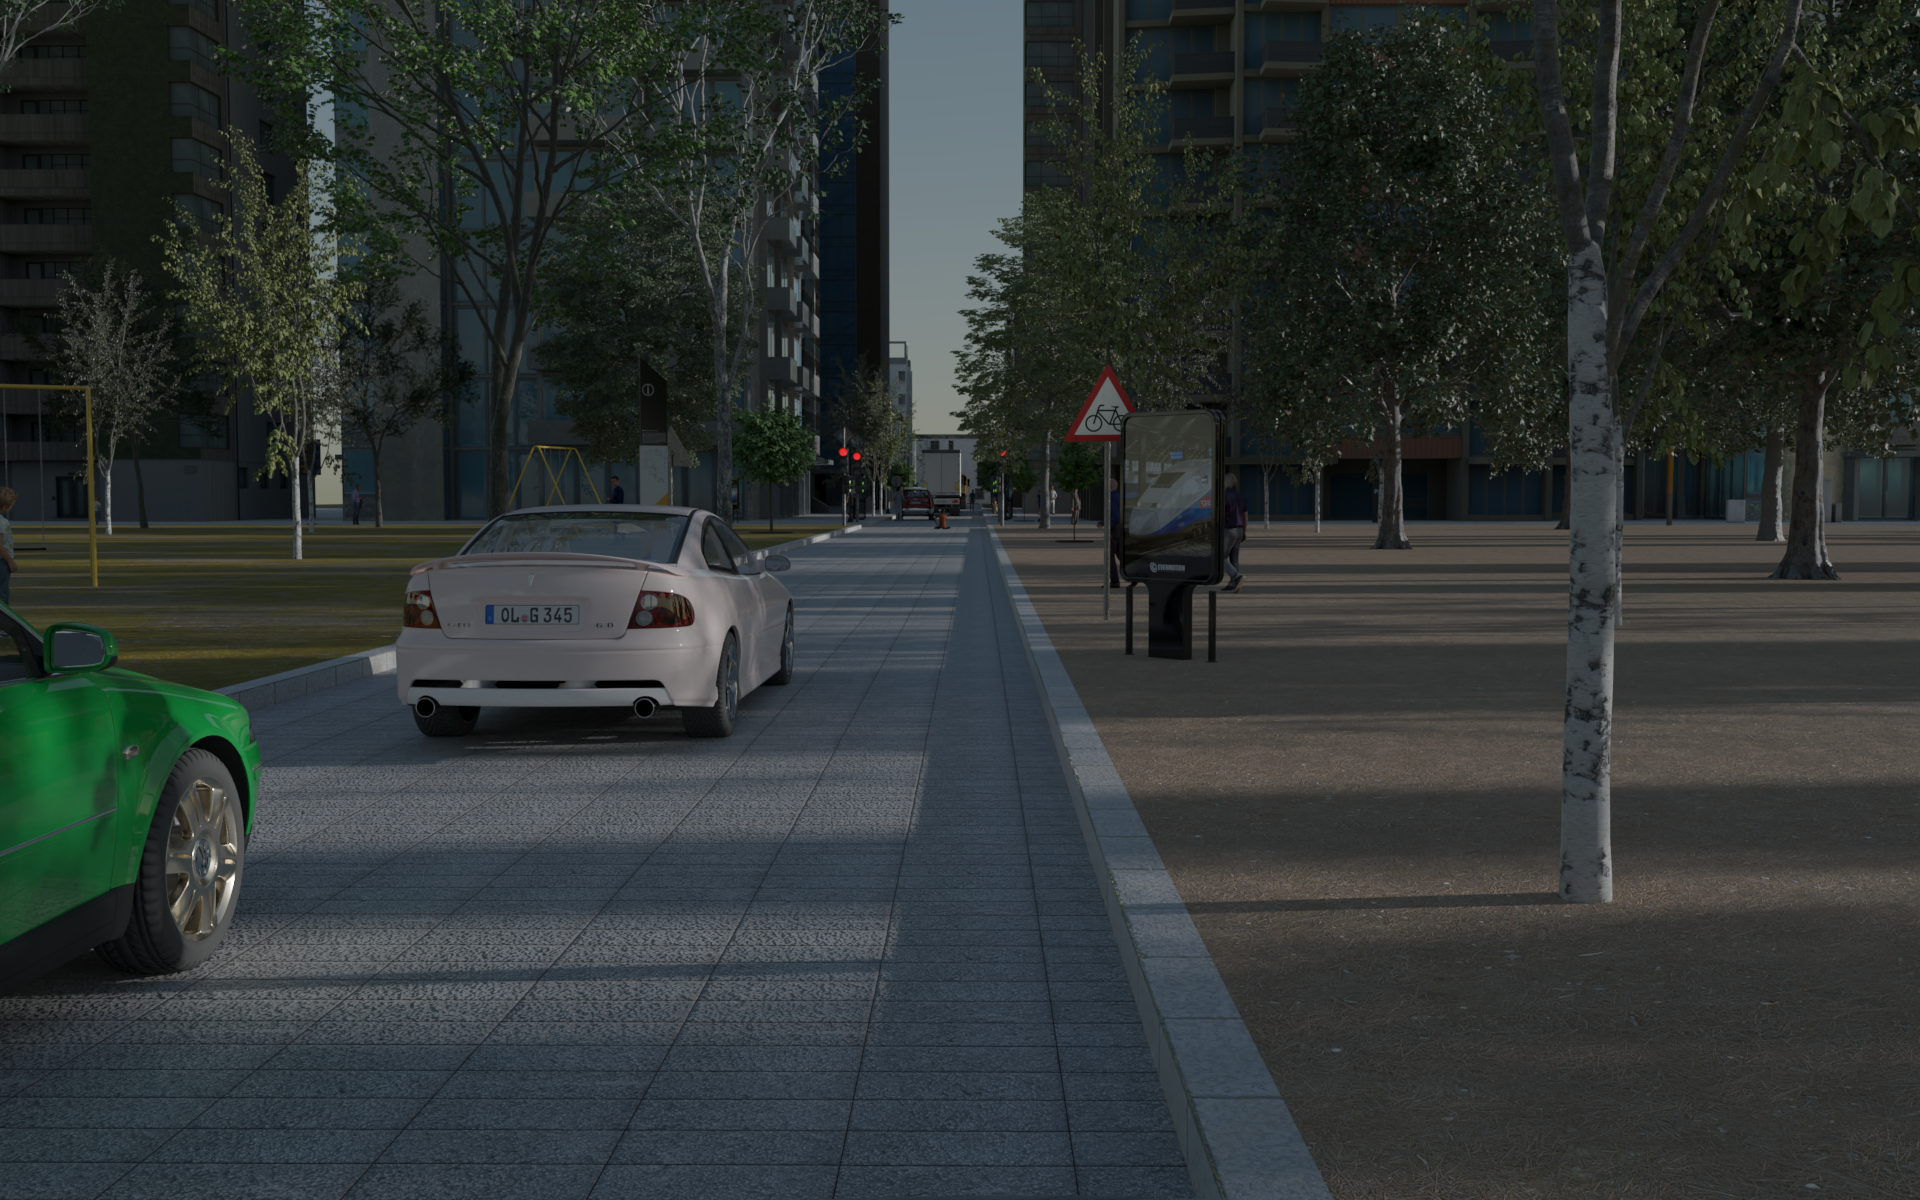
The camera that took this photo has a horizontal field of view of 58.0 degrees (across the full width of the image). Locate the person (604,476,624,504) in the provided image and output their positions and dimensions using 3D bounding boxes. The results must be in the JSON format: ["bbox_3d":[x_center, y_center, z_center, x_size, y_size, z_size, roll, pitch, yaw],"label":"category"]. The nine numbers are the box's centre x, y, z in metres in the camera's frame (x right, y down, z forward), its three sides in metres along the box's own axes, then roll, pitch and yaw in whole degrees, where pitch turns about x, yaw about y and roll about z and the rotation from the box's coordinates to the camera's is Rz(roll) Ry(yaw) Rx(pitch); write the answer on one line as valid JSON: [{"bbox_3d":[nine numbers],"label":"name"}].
[{"bbox_3d":[-8.639,-2.238,43.339,0.504,1.737,0.576,-3,5,-42],"label":"person"}]

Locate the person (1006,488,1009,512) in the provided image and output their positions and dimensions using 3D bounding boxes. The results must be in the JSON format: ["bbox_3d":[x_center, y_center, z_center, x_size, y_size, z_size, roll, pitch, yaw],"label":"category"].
[{"bbox_3d":[3.404,-6.994,120.514,0.434,1.807,0.598,-2,4,-34],"label":"person"}]

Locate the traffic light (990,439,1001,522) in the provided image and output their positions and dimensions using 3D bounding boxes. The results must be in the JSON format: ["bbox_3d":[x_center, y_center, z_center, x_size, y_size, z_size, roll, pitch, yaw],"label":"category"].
[{"bbox_3d":[1.770,-5.474,78.420,0.839,4.253,0.868,0,4,1],"label":"traffic light"}]

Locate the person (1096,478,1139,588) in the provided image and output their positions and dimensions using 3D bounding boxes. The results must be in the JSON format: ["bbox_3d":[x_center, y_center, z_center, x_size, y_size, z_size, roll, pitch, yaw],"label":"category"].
[{"bbox_3d":[2.093,-0.915,23.704,0.574,1.496,0.600,-3,5,-42],"label":"person"}]

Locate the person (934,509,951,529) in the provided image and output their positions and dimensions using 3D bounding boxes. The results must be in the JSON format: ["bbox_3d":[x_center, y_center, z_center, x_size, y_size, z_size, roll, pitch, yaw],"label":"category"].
[{"bbox_3d":[-0.775,-3.302,70.768,0.859,0.850,0.655,-1,4,-8],"label":"person"}]

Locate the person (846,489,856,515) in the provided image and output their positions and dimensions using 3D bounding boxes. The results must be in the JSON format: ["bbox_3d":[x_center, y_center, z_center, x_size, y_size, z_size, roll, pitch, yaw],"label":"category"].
[{"bbox_3d":[-6.472,-5.970,104.203,0.990,1.755,0.434,-3,5,-40],"label":"person"}]

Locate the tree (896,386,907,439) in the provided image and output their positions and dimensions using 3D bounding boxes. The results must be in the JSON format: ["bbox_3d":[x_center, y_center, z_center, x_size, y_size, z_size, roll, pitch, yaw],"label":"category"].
[{"bbox_3d":[-5.267,-9.174,100.352,4.360,8.622,3.978,0,3,0],"label":"tree"}]

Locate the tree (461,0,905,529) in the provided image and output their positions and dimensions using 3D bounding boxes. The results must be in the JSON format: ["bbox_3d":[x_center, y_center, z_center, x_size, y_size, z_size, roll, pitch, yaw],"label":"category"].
[{"bbox_3d":[-7.417,-11.537,44.512,12.611,20.169,13.585,0,3,0],"label":"tree"}]

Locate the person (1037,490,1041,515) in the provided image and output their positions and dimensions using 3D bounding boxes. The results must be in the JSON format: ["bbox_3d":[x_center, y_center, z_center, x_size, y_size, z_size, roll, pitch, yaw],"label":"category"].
[{"bbox_3d":[4.881,-5.796,103.184,0.546,1.535,0.453,2,4,25],"label":"person"}]

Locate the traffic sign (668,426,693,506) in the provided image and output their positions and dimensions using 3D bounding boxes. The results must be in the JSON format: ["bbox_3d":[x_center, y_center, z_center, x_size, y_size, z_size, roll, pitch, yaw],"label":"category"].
[{"bbox_3d":[-5.535,-2.027,33.150,0.884,2.594,0.081,1,4,10],"label":"traffic sign"}]

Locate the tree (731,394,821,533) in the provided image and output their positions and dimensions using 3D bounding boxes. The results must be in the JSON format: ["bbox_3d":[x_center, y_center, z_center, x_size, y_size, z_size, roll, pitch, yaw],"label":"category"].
[{"bbox_3d":[-6.252,-4.486,57.053,4.285,4.588,4.351,0,3,0],"label":"tree"}]

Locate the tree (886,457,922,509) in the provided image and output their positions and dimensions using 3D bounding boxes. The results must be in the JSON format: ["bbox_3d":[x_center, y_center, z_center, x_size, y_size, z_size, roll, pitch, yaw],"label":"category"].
[{"bbox_3d":[-5.303,-10.291,151.973,4.285,4.588,4.351,0,3,0],"label":"tree"}]

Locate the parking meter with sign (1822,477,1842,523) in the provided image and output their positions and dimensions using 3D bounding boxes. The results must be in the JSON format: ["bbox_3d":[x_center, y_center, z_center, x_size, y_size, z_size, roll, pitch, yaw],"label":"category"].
[{"bbox_3d":[38.644,-4.970,77.520,1.738,3.016,0.543,-1,4,-16],"label":"parking meter with sign"}]

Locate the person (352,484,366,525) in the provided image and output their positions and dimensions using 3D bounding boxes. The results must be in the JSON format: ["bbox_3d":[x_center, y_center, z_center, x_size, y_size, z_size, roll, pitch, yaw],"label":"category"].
[{"bbox_3d":[-25.454,-3.980,73.444,0.599,1.838,0.709,0,4,-5],"label":"person"}]

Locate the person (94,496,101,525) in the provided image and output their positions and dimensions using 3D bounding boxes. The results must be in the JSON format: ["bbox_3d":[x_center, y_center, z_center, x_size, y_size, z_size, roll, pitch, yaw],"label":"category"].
[{"bbox_3d":[-36.675,-3.737,73.506,0.435,1.345,0.340,-1,4,-15],"label":"person"}]

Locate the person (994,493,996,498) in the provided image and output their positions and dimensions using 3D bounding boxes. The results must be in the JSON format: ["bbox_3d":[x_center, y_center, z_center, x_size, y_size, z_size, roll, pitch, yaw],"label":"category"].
[{"bbox_3d":[3.721,-11.219,190.390,0.530,1.710,0.541,-2,4,-28],"label":"person"}]

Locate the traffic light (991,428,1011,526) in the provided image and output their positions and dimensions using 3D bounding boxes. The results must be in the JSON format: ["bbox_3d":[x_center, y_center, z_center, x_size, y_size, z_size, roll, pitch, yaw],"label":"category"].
[{"bbox_3d":[1.694,-4.986,70.435,0.839,4.253,0.868,0,4,1],"label":"traffic light"}]

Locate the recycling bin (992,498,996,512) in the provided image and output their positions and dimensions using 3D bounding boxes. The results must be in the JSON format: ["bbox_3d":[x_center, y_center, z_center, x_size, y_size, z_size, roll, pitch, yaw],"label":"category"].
[{"bbox_3d":[2.658,-6.798,123.699,0.722,1.027,0.722,0,4,5],"label":"recycling bin"}]

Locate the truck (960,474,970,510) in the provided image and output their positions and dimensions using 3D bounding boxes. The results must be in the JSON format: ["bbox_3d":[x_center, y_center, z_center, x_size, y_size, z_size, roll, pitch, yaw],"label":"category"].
[{"bbox_3d":[-0.728,-10.215,162.946,3.469,3.379,9.791,0,4,-1],"label":"truck"}]

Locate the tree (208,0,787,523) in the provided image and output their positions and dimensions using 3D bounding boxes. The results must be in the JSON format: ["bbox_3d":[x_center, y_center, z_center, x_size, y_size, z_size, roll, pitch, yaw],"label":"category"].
[{"bbox_3d":[-6.151,-5.975,23.445,9.928,11.665,9.643,0,3,0],"label":"tree"}]

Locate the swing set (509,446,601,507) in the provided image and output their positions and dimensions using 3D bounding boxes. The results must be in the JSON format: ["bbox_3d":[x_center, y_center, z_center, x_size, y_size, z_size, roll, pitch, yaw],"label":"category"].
[{"bbox_3d":[-13.417,-3.647,57.256,2.862,2.851,3.119,1,4,12],"label":"swing set"}]

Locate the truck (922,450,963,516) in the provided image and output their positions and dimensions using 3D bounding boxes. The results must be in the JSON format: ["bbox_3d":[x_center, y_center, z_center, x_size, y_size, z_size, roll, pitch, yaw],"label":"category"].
[{"bbox_3d":[-1.199,-7.706,114.902,2.839,4.237,11.283,0,4,0],"label":"truck"}]

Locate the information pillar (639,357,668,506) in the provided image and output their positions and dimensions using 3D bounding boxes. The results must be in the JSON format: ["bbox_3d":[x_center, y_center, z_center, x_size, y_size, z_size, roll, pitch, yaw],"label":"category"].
[{"bbox_3d":[-5.263,-2.344,29.685,0.504,3.616,0.183,-2,4,-25],"label":"information pillar"}]

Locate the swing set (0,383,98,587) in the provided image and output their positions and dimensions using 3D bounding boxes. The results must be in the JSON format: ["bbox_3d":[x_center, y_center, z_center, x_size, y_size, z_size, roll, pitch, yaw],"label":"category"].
[{"bbox_3d":[-14.008,-1.644,24.506,3.119,2.851,2.862,-2,4,-27],"label":"swing set"}]

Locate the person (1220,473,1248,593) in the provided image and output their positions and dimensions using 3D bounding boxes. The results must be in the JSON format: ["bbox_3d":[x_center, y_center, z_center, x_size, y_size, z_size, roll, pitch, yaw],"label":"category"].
[{"bbox_3d":[3.483,-0.868,22.442,0.569,1.553,0.471,0,4,-4],"label":"person"}]

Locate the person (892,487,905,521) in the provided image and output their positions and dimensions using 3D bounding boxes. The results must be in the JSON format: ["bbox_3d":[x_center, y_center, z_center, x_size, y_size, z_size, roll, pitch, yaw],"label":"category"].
[{"bbox_3d":[-3.238,-5.075,91.631,0.875,1.805,0.789,-1,4,-11],"label":"person"}]

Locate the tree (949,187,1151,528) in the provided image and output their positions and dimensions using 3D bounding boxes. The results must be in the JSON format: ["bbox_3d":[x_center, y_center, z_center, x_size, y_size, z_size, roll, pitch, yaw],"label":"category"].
[{"bbox_3d":[3.599,-8.955,64.536,7.486,12.596,7.792,0,3,0],"label":"tree"}]

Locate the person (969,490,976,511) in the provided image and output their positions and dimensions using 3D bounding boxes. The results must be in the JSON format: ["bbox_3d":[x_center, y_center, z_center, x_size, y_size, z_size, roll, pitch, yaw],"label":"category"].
[{"bbox_3d":[1.045,-8.523,147.978,0.598,1.807,0.434,0,4,-3],"label":"person"}]

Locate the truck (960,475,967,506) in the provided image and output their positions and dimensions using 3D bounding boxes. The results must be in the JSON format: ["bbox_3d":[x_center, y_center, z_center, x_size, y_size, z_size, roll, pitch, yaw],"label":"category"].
[{"bbox_3d":[-1.235,-8.634,137.089,3.469,3.379,9.791,0,4,1],"label":"truck"}]

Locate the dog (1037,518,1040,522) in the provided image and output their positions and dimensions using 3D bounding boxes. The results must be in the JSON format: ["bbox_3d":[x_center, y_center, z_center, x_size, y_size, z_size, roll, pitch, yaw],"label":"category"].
[{"bbox_3d":[3.780,-3.757,79.168,0.550,0.427,0.748,1,4,13],"label":"dog"}]

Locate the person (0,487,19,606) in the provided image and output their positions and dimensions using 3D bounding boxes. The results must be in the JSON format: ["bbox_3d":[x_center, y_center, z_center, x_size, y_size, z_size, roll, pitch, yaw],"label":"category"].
[{"bbox_3d":[-8.512,-0.334,15.408,0.435,1.345,0.340,2,4,35],"label":"person"}]

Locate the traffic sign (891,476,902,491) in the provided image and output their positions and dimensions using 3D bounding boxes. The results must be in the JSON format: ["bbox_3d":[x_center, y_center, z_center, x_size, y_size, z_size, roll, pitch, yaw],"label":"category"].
[{"bbox_3d":[-4.375,-7.282,119.165,0.768,2.556,0.104,0,4,6],"label":"traffic sign"}]

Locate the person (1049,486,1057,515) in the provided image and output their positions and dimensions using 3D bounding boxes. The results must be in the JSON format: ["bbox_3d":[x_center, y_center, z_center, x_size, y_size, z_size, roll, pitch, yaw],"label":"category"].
[{"bbox_3d":[5.600,-6.105,106.004,0.875,1.805,0.789,-1,4,-19],"label":"person"}]

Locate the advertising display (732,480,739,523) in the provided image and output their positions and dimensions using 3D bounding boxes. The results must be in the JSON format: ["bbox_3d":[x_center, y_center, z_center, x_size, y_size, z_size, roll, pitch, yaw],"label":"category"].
[{"bbox_3d":[-10.331,-4.435,77.728,0.974,1.923,0.123,2,4,29],"label":"advertising display"}]

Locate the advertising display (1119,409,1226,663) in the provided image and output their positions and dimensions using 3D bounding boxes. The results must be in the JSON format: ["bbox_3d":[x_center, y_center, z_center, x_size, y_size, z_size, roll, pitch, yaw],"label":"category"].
[{"bbox_3d":[1.640,-0.505,13.471,0.123,1.923,0.974,-3,5,-42],"label":"advertising display"}]

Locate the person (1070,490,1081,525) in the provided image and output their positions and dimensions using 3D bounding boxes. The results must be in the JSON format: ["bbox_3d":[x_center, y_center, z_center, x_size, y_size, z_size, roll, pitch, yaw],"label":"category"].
[{"bbox_3d":[4.900,-3.910,72.976,0.434,1.755,0.990,2,4,27],"label":"person"}]

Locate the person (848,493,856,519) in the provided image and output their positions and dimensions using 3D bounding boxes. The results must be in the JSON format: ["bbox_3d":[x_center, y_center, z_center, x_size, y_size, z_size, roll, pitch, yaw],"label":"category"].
[{"bbox_3d":[-5.451,-4.741,87.472,0.435,1.345,0.340,0,4,-5],"label":"person"}]

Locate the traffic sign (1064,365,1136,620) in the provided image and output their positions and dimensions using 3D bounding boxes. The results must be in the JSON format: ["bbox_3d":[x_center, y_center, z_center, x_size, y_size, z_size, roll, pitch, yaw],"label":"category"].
[{"bbox_3d":[1.491,-1.073,17.553,0.884,2.594,0.081,0,4,3],"label":"traffic sign"}]

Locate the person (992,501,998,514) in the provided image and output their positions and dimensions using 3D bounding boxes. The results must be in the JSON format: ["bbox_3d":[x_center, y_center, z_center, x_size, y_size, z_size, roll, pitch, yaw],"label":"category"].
[{"bbox_3d":[2.385,-5.881,110.127,0.695,0.859,0.347,-1,4,-21],"label":"person"}]

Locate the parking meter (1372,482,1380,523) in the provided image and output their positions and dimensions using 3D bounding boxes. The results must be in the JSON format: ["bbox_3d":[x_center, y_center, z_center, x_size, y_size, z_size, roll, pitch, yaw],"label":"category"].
[{"bbox_3d":[18.624,-4.385,77.407,0.399,1.863,0.255,2,4,32],"label":"parking meter"}]

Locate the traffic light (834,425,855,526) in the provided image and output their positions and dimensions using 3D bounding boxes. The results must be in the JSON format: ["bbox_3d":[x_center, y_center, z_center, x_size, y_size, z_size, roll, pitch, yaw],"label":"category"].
[{"bbox_3d":[-4.707,-4.988,70.480,0.839,4.253,0.868,0,4,1],"label":"traffic light"}]

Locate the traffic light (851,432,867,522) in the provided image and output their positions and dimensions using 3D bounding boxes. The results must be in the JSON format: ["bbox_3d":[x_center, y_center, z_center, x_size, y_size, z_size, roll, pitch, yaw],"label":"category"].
[{"bbox_3d":[-4.632,-5.477,78.464,0.839,4.253,0.868,0,4,1],"label":"traffic light"}]

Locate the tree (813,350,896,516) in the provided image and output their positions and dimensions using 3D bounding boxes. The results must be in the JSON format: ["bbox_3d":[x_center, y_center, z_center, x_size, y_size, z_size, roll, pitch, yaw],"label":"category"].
[{"bbox_3d":[-5.515,-8.470,88.851,4.360,8.622,3.978,0,3,0],"label":"tree"}]

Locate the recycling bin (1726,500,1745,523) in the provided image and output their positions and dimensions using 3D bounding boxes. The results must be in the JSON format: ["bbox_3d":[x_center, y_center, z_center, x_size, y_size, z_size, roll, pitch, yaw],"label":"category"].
[{"bbox_3d":[34.732,-3.977,77.572,0.722,1.027,0.722,1,4,18],"label":"recycling bin"}]
